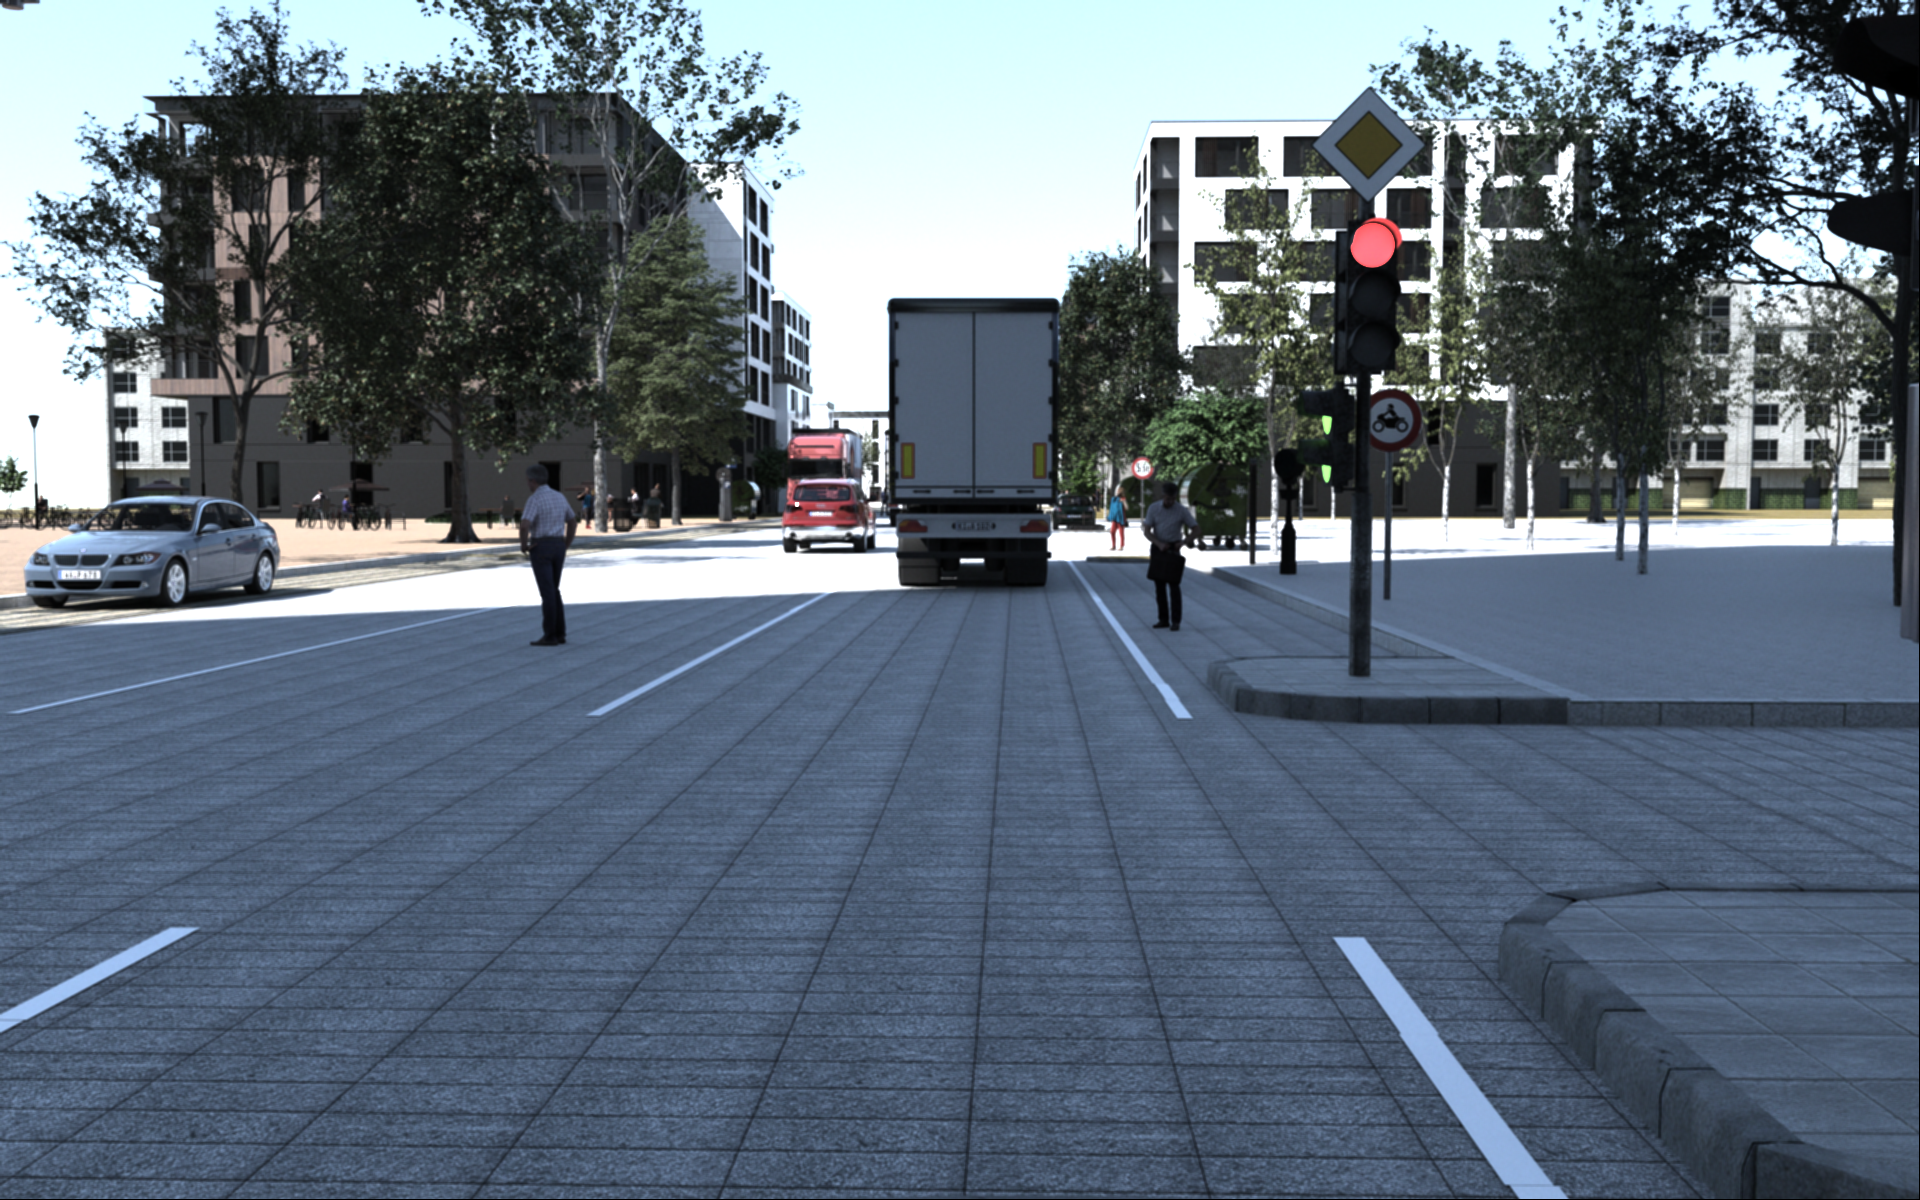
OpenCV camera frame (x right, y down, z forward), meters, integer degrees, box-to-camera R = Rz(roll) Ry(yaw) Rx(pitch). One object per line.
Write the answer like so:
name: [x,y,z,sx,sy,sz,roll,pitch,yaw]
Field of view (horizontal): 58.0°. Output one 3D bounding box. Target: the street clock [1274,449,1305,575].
street clock: [5.255,-1.413,27.679,0.358,2.002,0.471,-3,4,-36]

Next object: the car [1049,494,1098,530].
car: [4.593,-3.689,70.095,2.009,1.686,4.222,0,4,3]

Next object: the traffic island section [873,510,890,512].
traffic island section: [-6.490,-7.276,141.832,1.991,0.108,1.994,0,4,2]

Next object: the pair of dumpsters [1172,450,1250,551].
pair of dumpsters: [5.900,-2.343,40.798,1.574,2.255,4.437,0,4,2]

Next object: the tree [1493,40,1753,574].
tree: [10.728,-4.721,27.556,4.737,8.622,4.395,0,3,0]

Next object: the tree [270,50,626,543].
tree: [-13.239,-7.840,45.193,9.611,12.733,9.660,0,3,0]

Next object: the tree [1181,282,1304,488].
tree: [10.124,-6.763,60.936,4.360,8.622,3.978,0,3,0]

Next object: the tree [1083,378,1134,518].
tree: [7.747,-8.625,91.387,4.737,8.622,4.395,0,3,0]

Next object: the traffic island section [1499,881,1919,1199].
traffic island section: [2.576,1.102,4.268,2.009,0.180,2.903,0,4,2]

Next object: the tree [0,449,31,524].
tree: [-40.528,-4.858,74.024,1.663,3.219,1.824,0,3,0]

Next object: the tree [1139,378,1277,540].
tree: [7.344,-3.990,48.956,4.285,4.588,4.351,0,3,0]

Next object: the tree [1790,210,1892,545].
tree: [21.738,-5.687,43.347,4.360,8.622,3.978,0,3,0]

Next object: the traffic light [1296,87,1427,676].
traffic light: [2.808,-1.420,12.136,0.839,4.253,0.868,0,4,2]

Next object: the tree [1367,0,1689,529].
tree: [21.208,-12.606,61.997,12.611,20.169,13.585,0,3,0]

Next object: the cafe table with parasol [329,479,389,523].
cafe table with parasol: [-26.742,-4.420,77.132,2.610,1.966,2.610,1,4,10]

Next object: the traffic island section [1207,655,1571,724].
traffic island section: [2.847,0.614,12.248,2.009,0.180,2.903,0,4,2]

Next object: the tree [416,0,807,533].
tree: [-10.921,-12.377,58.249,12.611,20.169,13.585,0,3,0]

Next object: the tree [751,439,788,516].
tree: [-11.039,-7.348,103.860,4.285,4.588,4.351,0,3,0]

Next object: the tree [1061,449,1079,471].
tree: [9.988,-12.191,149.691,4.360,8.622,3.978,0,3,0]

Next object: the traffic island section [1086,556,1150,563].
traffic island section: [3.692,-0.860,36.927,1.991,0.108,1.994,0,4,2]

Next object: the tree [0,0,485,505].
tree: [-13.495,-5.990,32.343,7.601,10.594,8.767,2,4,29]

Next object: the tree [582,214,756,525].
tree: [-12.077,-9.347,70.954,7.486,12.596,7.792,0,3,0]

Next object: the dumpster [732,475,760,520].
dumpster: [-10.787,-5.104,85.941,1.502,2.255,1.985,0,4,2]

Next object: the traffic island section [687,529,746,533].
traffic island section: [-9.099,-2.583,65.094,1.991,0.108,1.994,0,4,2]

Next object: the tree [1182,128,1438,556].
tree: [6.749,-5.214,35.604,4.737,8.622,4.395,0,3,0]

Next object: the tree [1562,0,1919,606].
tree: [10.546,-5.215,19.678,7.601,10.594,8.767,1,4,20]

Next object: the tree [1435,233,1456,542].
tree: [12.890,-5.846,45.946,4.737,8.622,4.395,0,3,0]

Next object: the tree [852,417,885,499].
tree: [-9.005,-13.122,164.906,4.737,8.622,4.395,0,3,0]

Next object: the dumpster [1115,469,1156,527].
dumpster: [6.826,-3.964,67.305,1.502,2.255,1.985,0,4,2]

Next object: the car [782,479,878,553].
car: [-3.263,-2.149,43.812,2.281,1.827,5.304,0,4,1]

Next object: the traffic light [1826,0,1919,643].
traffic light: [0.443,-1.799,4.085,4.771,5.953,1.251,0,4,2]

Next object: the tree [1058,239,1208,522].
tree: [6.998,-9.877,78.500,9.611,12.733,9.660,0,3,0]

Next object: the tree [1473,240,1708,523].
tree: [28.245,-9.768,76.722,9.611,12.733,9.660,0,3,0]

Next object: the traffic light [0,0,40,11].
traffic light: [-9.073,-2.317,12.557,4.771,5.953,1.251,0,4,2]

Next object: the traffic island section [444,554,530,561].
traffic island section: [-10.018,-0.927,38.022,1.991,0.108,1.994,0,4,2]

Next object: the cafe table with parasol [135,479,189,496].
cafe table with parasol: [-35.560,-4.429,77.281,2.610,1.966,2.610,3,5,41]

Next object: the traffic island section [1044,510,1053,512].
traffic island section: [7.251,-7.268,141.704,1.991,0.108,1.994,0,4,2]

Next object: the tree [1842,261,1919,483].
tree: [28.179,-6.176,51.332,4.737,8.622,4.395,0,3,0]

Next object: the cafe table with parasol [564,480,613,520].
cafe table with parasol: [-18.173,-4.894,84.879,2.610,1.966,2.610,-2,4,-30]

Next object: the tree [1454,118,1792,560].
tree: [12.571,-5.067,33.215,4.360,8.622,3.978,0,3,0]

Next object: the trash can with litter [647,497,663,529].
trash can with litter: [-11.387,-3.259,64.672,0.624,1.170,1.055,-1,4,-9]

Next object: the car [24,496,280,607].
car: [-10.720,-0.691,23.305,2.014,1.417,4.499,0,4,0]
